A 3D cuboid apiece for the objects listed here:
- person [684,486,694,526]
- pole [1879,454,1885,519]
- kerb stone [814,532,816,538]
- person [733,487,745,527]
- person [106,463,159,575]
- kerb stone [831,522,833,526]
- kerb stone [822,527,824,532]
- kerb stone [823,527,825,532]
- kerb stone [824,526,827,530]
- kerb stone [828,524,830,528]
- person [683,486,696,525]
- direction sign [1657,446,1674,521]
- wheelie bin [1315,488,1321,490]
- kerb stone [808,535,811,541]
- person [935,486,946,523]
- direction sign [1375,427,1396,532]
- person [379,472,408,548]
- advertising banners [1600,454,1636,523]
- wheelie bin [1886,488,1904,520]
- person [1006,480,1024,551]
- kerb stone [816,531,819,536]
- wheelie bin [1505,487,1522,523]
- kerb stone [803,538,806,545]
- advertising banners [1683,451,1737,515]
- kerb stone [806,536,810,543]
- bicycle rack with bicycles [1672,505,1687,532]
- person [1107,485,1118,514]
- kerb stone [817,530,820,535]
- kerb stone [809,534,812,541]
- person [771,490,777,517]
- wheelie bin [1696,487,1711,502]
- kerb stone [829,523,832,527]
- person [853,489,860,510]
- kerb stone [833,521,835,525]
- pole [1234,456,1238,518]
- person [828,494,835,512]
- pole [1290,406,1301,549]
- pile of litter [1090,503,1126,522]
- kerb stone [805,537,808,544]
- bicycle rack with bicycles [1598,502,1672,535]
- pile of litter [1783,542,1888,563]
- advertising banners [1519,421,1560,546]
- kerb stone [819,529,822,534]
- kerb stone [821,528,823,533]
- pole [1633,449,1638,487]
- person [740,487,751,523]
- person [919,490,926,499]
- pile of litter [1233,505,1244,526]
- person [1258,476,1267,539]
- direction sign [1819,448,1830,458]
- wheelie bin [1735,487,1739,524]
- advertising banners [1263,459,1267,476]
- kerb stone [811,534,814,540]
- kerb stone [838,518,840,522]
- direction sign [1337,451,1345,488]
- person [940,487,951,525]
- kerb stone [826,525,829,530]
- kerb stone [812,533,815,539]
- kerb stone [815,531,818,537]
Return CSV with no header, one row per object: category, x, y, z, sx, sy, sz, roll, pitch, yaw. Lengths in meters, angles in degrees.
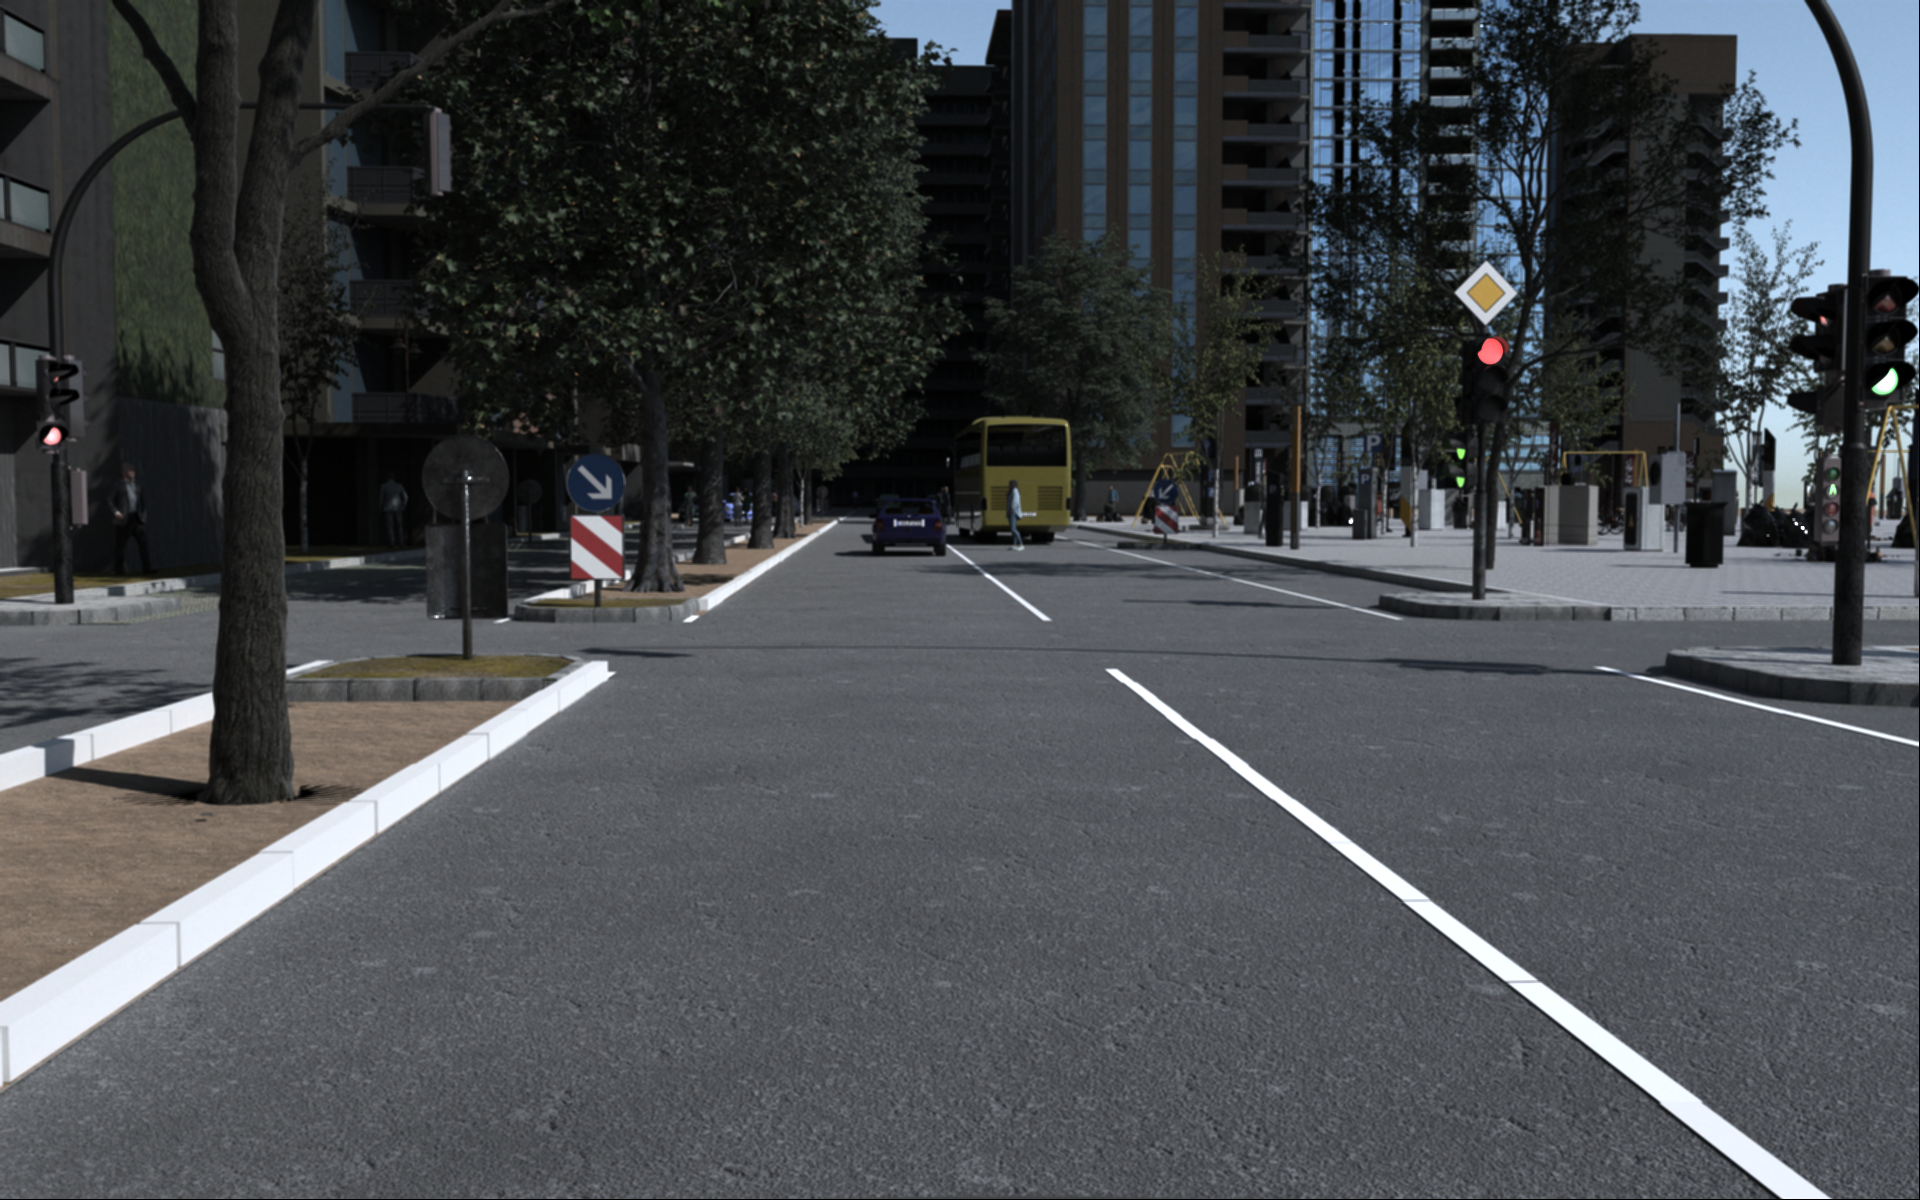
person,-12.017,-4.136,76.390,0.573,1.790,0.520,0,4,-7
pole,47.100,-5.786,88.444,0.158,3.312,0.155,0,3,0
kerb stone,-4.674,-1.971,54.421,0.120,0.150,1.000,0,4,-3
person,-9.749,-4.112,76.295,0.480,1.755,0.524,1,4,10
person,-13.148,-1.289,27.514,0.834,1.777,0.661,2,4,29
kerb stone,-5.524,-3.098,72.852,0.120,0.150,1.000,0,4,-3
kerb stone,-5.001,-2.406,61.603,0.120,0.150,1.000,0,4,-3
kerb stone,-5.052,-2.473,62.623,0.120,0.150,1.000,0,4,-3
kerb stone,-5.139,-2.598,64.668,0.120,0.150,1.000,0,4,-3
kerb stone,-5.339,-2.848,68.760,0.120,0.150,1.000,0,4,-3
person,-12.276,-4.269,78.540,0.600,1.795,0.529,0,4,2
direction sign,33.508,-5.517,82.192,0.876,3.537,0.379,3,5,44
wheelie bin,17.727,-4.797,86.337,0.980,1.594,0.693,-2,4,-25
kerb stone,-4.483,-1.721,50.330,0.120,0.150,1.000,0,4,-3
person,-0.848,-4.774,86.547,0.794,1.824,0.713,1,4,13
direction sign,14.432,-4.062,58.414,0.379,3.537,0.876,-1,4,-18
person,-13.428,-2.133,41.017,0.635,1.810,0.391,-3,4,-38
advertising banners,28.765,-4.919,76.617,2.074,3.025,0.090,2,4,24
wheelie bin,47.063,-4.850,87.209,0.693,1.594,0.980,1,4,8
person,1.403,-2.169,44.232,0.793,1.790,0.793,-3,4,-37
kerb stone,-4.766,-2.096,56.473,0.120,0.150,1.000,0,4,-3
wheelie bin,24.737,-4.240,77.233,0.693,1.594,0.980,-2,4,-29
kerb stone,-4.342,-1.531,47.267,0.120,0.150,1.000,0,4,-3
advertising banners,30.484,-4.541,70.438,2.074,3.025,0.090,2,4,30
kerb stone,-4.433,-1.654,49.309,0.120,0.150,1.000,0,4,-3
bicycle rack with bicycles,24.339,-2.852,60.010,2.852,0.926,2.925,3,5,41
person,8.458,-5.481,96.001,0.444,1.785,0.601,-3,5,-41
kerb stone,-4.811,-2.159,57.496,0.120,0.150,1.000,0,4,-3
kerb stone,-4.534,-1.783,51.356,0.120,0.150,1.000,0,4,-3
person,-11.426,-5.975,106.906,1.217,1.736,0.721,3,4,39
wheelie bin,35.104,-4.505,81.557,0.980,1.594,0.693,1,4,21
kerb stone,-5.431,-2.971,70.810,0.120,0.150,1.000,0,4,-3
person,-9.012,-8.743,151.310,0.709,1.838,0.599,3,4,39
kerb stone,-5.665,-3.287,75.930,0.120,0.150,1.000,0,4,-3
pole,14.769,-6.047,92.717,0.158,3.312,0.155,0,3,0
person,-10.584,-7.874,140.467,0.991,1.433,0.599,-1,4,-22
pole,7.774,-2.830,40.119,0.158,3.312,0.155,0,3,0
pile of litter,6.785,-4.040,80.023,1.719,0.858,1.176,0,4,7
kerb stone,-4.390,-1.594,48.288,0.120,0.150,1.000,0,4,-3
bicycle rack with bicycles,20.577,-2.517,54.531,2.925,0.926,2.852,1,4,15
pile of litter,16.643,-1.160,32.927,1.176,0.858,1.719,-3,4,-39
advertising banners,14.323,-2.851,42.808,0.090,3.025,2.074,0,4,-6
kerb stone,-4.910,-2.285,59.550,0.120,0.150,1.000,0,4,-3
kerb stone,-4.948,-2.346,60.572,0.120,0.150,1.000,0,4,-3
pole,30.331,-5.137,77.830,0.158,3.312,0.155,0,3,0
person,-10.525,-4.682,85.305,0.600,1.795,0.529,1,4,12
person,-3.702,-9.998,171.594,0.705,1.869,1.348,-2,4,-32
pile of litter,11.869,-3.485,70.949,1.719,0.858,1.176,-3,5,-40
person,8.773,-2.639,49.372,0.526,1.800,0.537,1,4,23
direction sign,42.381,-5.693,85.082,0.876,3.537,0.379,-2,4,-29
wheelie bin,33.089,-4.079,74.600,0.693,1.594,0.980,-3,5,-39
advertising banners,15.600,-5.461,85.467,2.074,3.025,0.090,-1,4,-16
kerb stone,-4.581,-1.845,52.377,0.120,0.150,1.000,0,4,-3
kerb stone,-6.038,-3.786,84.119,0.120,0.150,1.000,0,4,-3
direction sign,20.128,-6.092,91.606,0.379,3.537,0.876,3,4,38
person,-0.644,-4.311,79.402,0.576,1.772,0.534,2,4,23
kerb stone,-5.232,-2.722,66.714,0.120,0.150,1.000,0,4,-3
kerb stone,-4.623,-1.908,53.398,0.120,0.150,1.000,0,4,-3
kerb stone,-4.718,-2.029,55.447,0.120,0.150,1.000,0,4,-3
